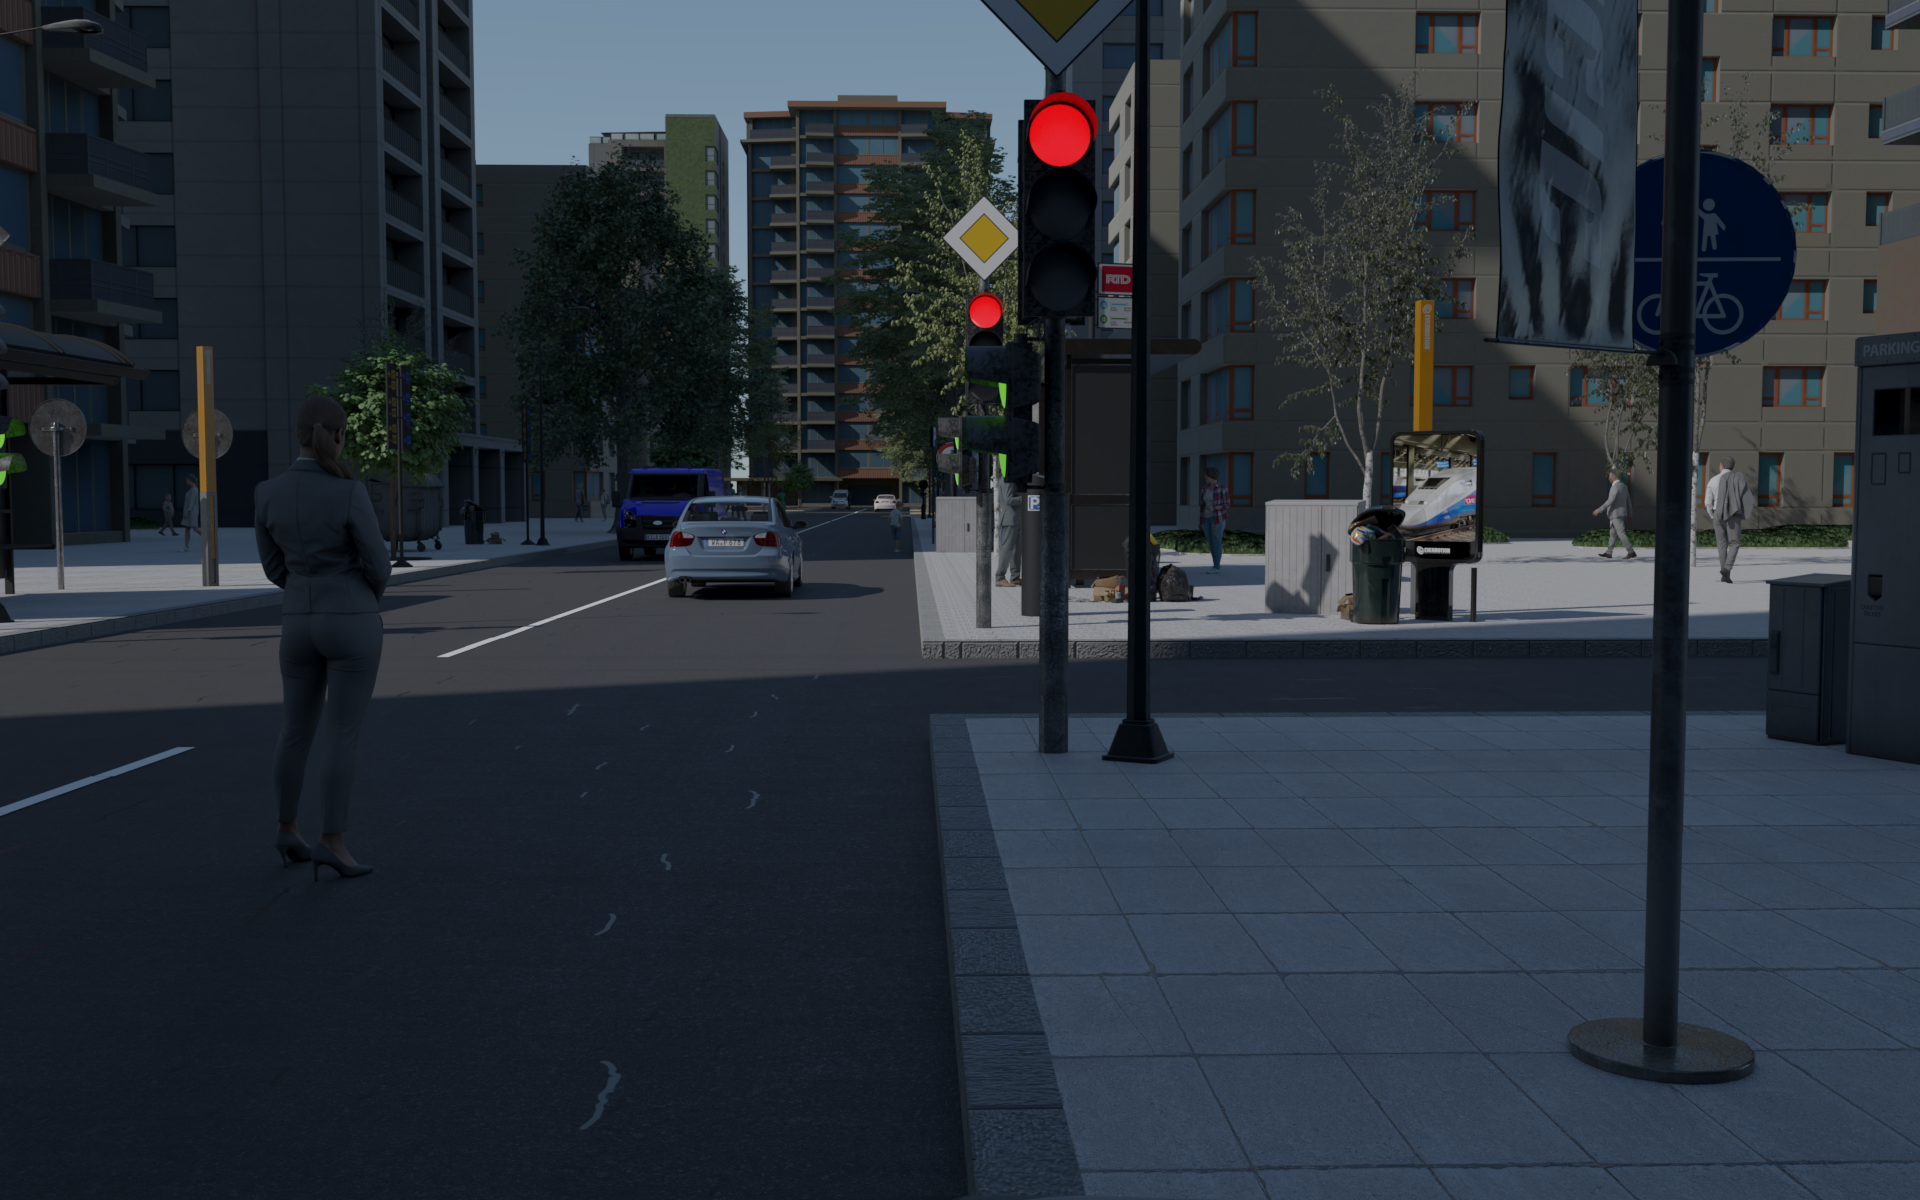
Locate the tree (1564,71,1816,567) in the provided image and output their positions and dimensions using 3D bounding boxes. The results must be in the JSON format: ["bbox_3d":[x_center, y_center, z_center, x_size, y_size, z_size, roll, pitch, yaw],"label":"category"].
[{"bbox_3d":[12.746,-4.898,30.447,4.360,8.622,3.978,0,3,0],"label":"tree"}]

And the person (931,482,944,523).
[{"bbox_3d":[-0.997,-4.286,76.214,0.635,1.810,0.391,-3,5,-43],"label":"person"}]

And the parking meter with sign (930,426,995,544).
[{"bbox_3d":[0.130,-2.945,44.415,1.738,3.016,0.543,0,4,8],"label":"parking meter with sign"}]

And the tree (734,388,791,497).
[{"bbox_3d":[-12.859,-9.877,111.852,4.360,8.622,3.978,0,3,0],"label":"tree"}]

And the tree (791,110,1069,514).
[{"bbox_3d":[-0.246,-8.145,51.303,7.486,12.596,7.792,0,3,0],"label":"tree"}]

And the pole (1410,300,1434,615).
[{"bbox_3d":[4.899,-1.499,18.349,0.158,3.312,0.155,0,3,0],"label":"pole"}]

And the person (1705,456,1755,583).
[{"bbox_3d":[11.126,-1.156,25.037,0.679,1.850,0.850,2,4,35],"label":"person"}]

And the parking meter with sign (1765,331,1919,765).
[{"bbox_3d":[4.710,-0.736,8.290,0.543,3.016,1.738,-2,4,-24],"label":"parking meter with sign"}]

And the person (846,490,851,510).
[{"bbox_3d":[-10.167,-9.158,158.257,0.705,1.821,1.348,1,4,9],"label":"person"}]

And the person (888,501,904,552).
[{"bbox_3d":[-1.568,-1.800,42.618,0.352,1.250,0.332,-2,4,-32],"label":"person"}]

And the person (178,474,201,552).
[{"bbox_3d":[-17.027,-1.939,38.495,0.466,1.731,0.760,2,4,31],"label":"person"}]

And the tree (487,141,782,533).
[{"bbox_3d":[-11.091,-8.553,56.849,9.611,12.733,9.660,0,3,0],"label":"tree"}]

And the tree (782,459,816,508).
[{"bbox_3d":[-14.910,-10.914,162.154,4.285,4.588,4.351,0,3,0],"label":"tree"}]

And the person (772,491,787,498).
[{"bbox_3d":[-16.313,-9.198,156.570,1.348,1.807,0.705,0,4,4],"label":"person"}]

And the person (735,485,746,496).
[{"bbox_3d":[-8.888,-3.765,70.335,0.520,1.790,0.573,-1,4,-20],"label":"person"}]

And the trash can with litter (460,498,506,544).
[{"bbox_3d":[-12.202,-2.013,44.305,1.055,1.170,0.624,-2,4,-29],"label":"trash can with litter"}]

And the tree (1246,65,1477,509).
[{"bbox_3d":[7.171,-4.906,30.574,4.360,8.622,3.978,0,3,0],"label":"tree"}]

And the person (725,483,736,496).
[{"bbox_3d":[-11.744,-5.049,88.435,0.661,1.843,0.795,2,4,25],"label":"person"}]

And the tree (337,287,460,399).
[{"bbox_3d":[-20.229,-6.870,62.680,4.360,8.622,3.978,0,3,0],"label":"tree"}]

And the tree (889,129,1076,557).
[{"bbox_3d":[0.712,-5.176,34.997,4.737,8.622,4.395,0,3,0],"label":"tree"}]

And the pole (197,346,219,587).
[{"bbox_3d":[-10.436,-1.846,24.027,0.158,3.312,0.155,0,3,0],"label":"pole"}]

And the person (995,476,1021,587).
[{"bbox_3d":[0.784,-1.085,23.956,0.590,1.801,0.661,0,4,2],"label":"person"}]

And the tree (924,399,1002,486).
[{"bbox_3d":[0.209,-4.664,59.967,4.285,4.588,4.351,0,3,0],"label":"tree"}]

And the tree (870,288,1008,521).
[{"bbox_3d":[-0.705,-9.516,81.343,9.928,11.665,9.643,0,3,0],"label":"tree"}]

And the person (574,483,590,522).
[{"bbox_3d":[-17.164,-4.413,78.385,0.728,1.800,0.709,2,4,30],"label":"person"}]

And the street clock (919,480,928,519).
[{"bbox_3d":[-1.853,-5.088,87.751,0.358,2.002,0.471,3,5,44],"label":"street clock"}]

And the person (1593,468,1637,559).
[{"bbox_3d":[13.001,-1.708,34.239,0.850,1.792,0.678,3,5,44],"label":"person"}]

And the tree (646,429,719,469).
[{"bbox_3d":[-11.743,-5.499,73.616,4.285,4.588,4.351,0,3,0],"label":"tree"}]

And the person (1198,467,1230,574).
[{"bbox_3d":[4.120,-1.289,27.960,0.643,1.720,0.563,-3,5,-40],"label":"person"}]

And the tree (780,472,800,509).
[{"bbox_3d":[-14.430,-9.444,149.012,1.663,3.219,1.824,0,3,0],"label":"tree"}]

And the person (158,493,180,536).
[{"bbox_3d":[-24.346,-2.628,53.282,0.640,1.303,0.475,-1,4,-12],"label":"person"}]

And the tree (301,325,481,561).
[{"bbox_3d":[-11.003,-3.062,33.785,4.285,4.588,4.351,0,3,0],"label":"tree"}]

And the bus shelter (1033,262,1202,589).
[{"bbox_3d":[2.099,-3.058,27.637,2.179,5.291,8.768,0,4,-2],"label":"bus shelter"}]

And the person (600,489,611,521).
[{"bbox_3d":[-16.717,-4.452,81.426,0.503,1.515,0.523,1,4,21],"label":"person"}]

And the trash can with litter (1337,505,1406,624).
[{"bbox_3d":[4.050,-0.367,17.383,0.624,1.170,1.055,-1,4,-8],"label":"trash can with litter"}]

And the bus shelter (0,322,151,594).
[{"bbox_3d":[-11.381,-1.574,19.663,2.014,3.302,5.546,0,4,-2],"label":"bus shelter"}]

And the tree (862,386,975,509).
[{"bbox_3d":[-3.120,-14.743,151.417,12.009,13.543,11.850,0,3,0],"label":"tree"}]

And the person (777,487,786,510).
[{"bbox_3d":[-9.217,-4.919,89.166,0.600,1.795,0.529,-2,4,-32],"label":"person"}]

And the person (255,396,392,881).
[{"bbox_3d":[-2.368,0.137,6.538,0.520,1.790,0.573,0,4,-3],"label":"person"}]

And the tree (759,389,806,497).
[{"bbox_3d":[-12.814,-10.271,118.291,4.737,8.622,4.395,0,3,0],"label":"tree"}]

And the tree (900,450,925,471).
[{"bbox_3d":[-2.339,-14.096,164.880,7.601,10.594,8.767,0,4,-3],"label":"tree"}]

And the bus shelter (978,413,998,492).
[{"bbox_3d":[0.711,-5.649,69.987,2.179,5.291,8.768,0,4,-2],"label":"bus shelter"}]

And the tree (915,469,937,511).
[{"bbox_3d":[-2.411,-8.409,132.085,1.663,3.219,1.824,0,3,0],"label":"tree"}]
